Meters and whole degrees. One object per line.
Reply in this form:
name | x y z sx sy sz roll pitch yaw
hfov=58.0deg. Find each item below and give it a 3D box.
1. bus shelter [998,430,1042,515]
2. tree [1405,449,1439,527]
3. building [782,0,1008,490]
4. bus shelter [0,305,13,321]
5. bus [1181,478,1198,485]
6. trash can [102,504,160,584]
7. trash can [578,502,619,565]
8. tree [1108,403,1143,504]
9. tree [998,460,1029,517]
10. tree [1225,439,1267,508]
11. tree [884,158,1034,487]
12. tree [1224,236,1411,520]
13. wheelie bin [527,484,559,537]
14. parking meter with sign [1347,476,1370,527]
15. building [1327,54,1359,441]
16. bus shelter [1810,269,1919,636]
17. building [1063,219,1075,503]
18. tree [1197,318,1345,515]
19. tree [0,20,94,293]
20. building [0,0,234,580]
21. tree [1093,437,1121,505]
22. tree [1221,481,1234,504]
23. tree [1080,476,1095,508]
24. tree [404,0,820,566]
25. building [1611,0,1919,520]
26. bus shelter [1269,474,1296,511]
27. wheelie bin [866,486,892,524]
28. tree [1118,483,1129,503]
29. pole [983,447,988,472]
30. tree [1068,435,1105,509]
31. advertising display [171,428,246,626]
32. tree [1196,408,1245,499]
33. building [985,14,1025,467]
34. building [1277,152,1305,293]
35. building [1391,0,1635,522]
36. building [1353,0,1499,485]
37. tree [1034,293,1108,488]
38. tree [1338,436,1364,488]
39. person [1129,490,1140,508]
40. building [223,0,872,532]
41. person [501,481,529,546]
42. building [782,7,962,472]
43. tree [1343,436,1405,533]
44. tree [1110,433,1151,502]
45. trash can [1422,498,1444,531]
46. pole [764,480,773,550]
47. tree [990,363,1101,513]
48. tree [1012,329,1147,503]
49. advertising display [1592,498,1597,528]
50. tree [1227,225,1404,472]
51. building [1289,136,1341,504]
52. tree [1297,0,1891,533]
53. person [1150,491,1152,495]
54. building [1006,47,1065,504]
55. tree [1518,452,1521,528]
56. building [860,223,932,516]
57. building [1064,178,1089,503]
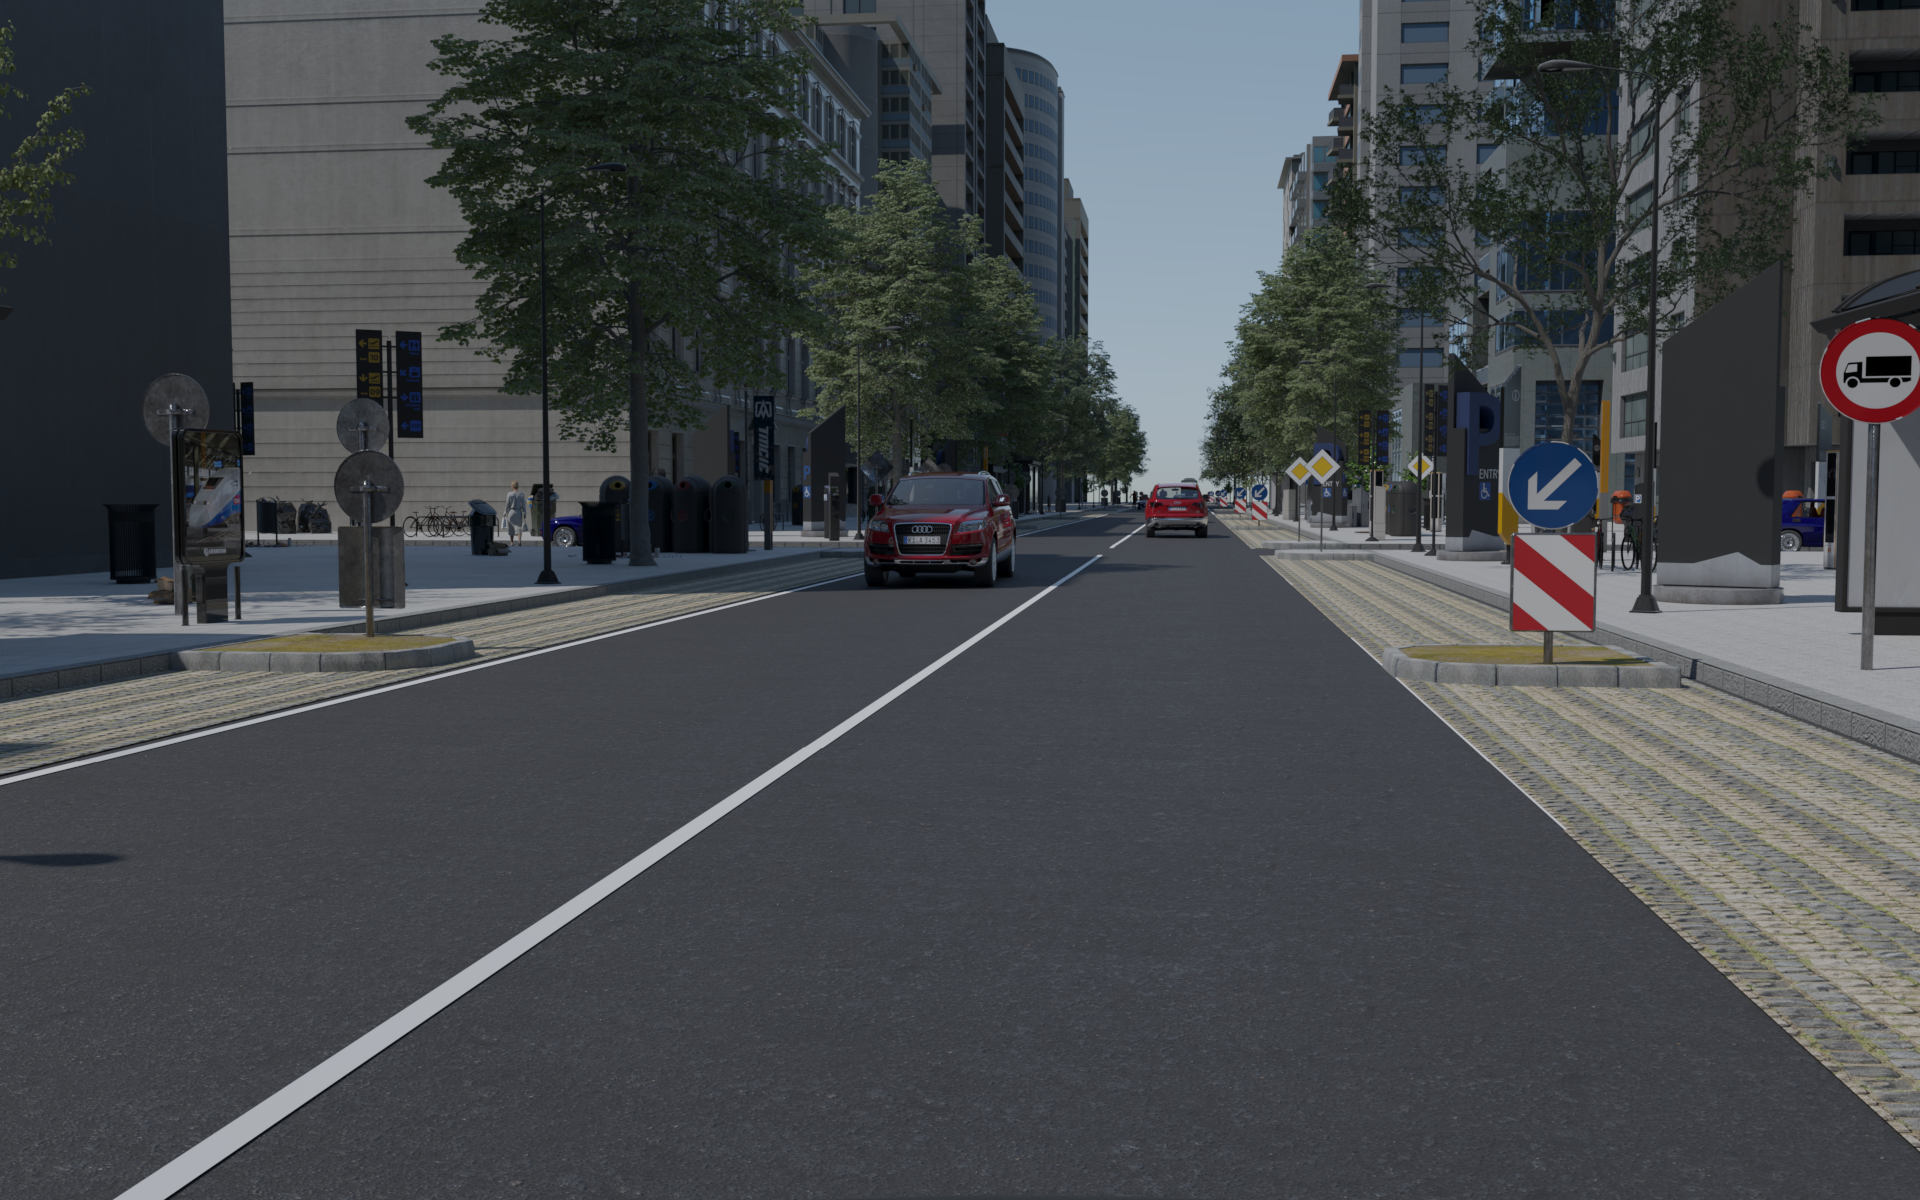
bus shelter | 3.613 -7.953 107.662 2.179 5.291 8.768 0 4 7
tree | 17.836 -4.446 67.294 1.663 3.219 1.824 0 3 0
building | -6.154 -44.054 158.538 20.563 71.187 20.611 0 4 8
bus shelter | -9.405 -1.117 12.188 2.014 3.302 5.546 0 4 7
bus | 35.050 -16.703 264.638 2.896 3.916 12.252 0 4 8
trash can | -11.875 -0.807 24.852 0.748 1.137 0.748 0 3 0
trash can | -6.611 -1.227 31.722 0.748 1.137 0.748 0 3 0
tree | 19.102 -18.024 212.823 7.486 12.596 7.792 0 3 0
tree | 3.029 -6.293 97.488 1.663 3.219 1.824 0 3 0
tree | 26.879 -12.931 161.777 4.737 8.622 4.395 0 3 0
tree | -2.135 -8.591 58.586 7.486 12.596 7.792 0 3 0
tree | 17.537 -10.983 86.234 9.857 13.997 8.962 0 3 0
wheelie bin | -12.556 -2.717 52.330 0.980 1.594 0.693 -3 4 -36
parking meter with sign | 15.691 -4.379 67.863 0.543 3.016 1.738 3 5 42
building | 47.689 -31.567 170.739 22.147 44.769 28.867 0 4 8
bus shelter | 8.450 -1.175 13.130 2.014 3.302 5.546 0 4 8
building | 9.151 -34.705 251.013 14.154 41.232 14.086 0 4 8
tree | 19.821 -11.663 107.693 9.611 12.733 9.660 0 3 0
tree | -12.470 -4.232 19.558 4.737 8.622 4.395 0 3 0
building | -26.006 -14.322 27.673 24.014 27.812 14.314 0 4 8
tree | 16.111 -15.097 197.193 4.737 8.622 4.395 0 3 0
tree | 38.976 -15.801 252.942 1.663 3.219 1.824 0 3 0
tree | 11.379 -9.971 157.627 1.663 3.219 1.824 0 3 0
tree | -5.620 -6.853 30.167 7.486 12.596 7.792 0 3 0
building | 31.582 -17.627 59.899 14.107 30.474 14.160 0 4 8
bus shelter | 21.878 -7.558 117.497 2.014 3.302 5.546 0 4 8
wheelie bin | -3.401 -3.838 70.665 0.980 1.594 0.693 2 4 24
tree | 24.560 -16.090 257.675 1.663 3.219 1.824 0 3 0
pole | 1.101 -4.945 74.687 0.158 3.312 0.155 0 3 0
tree | 10.870 -12.406 153.194 4.360 8.622 3.978 0 3 0
advertising display | -7.461 -0.735 17.235 0.123 1.923 0.974 1 4 11
tree | 30.393 -16.799 185.027 12.009 13.543 11.850 0 3 0
building | -4.895 -34.087 181.019 21.300 48.544 21.600 0 4 8
building | 62.749 -41.089 261.037 28.713 52.752 27.495 0 4 8
building | 36.565 -47.635 91.498 22.319 86.520 31.000 0 4 8
building | 43.322 -36.690 141.878 21.231 58.520 28.212 0 4 8
tree | 1.454 -10.017 81.912 7.486 12.596 7.792 0 3 0
tree | 20.803 -6.820 95.217 4.285 4.588 4.351 0 3 0
person | 18.062 -10.456 179.425 1.348 1.831 0.705 2 4 32
building | -15.939 -18.505 78.964 17.030 29.872 44.131 0 4 8
person | -11.600 -2.215 45.076 0.694 1.780 0.624 -1 4 -10
building | -15.258 -27.260 137.577 32.217 40.220 23.993 0 4 8
tree | 13.353 -3.807 56.846 1.663 3.219 1.824 0 3 0
tree | 26.502 -21.354 274.899 9.928 11.665 9.643 0 3 0
trash can | 16.653 -3.021 61.045 0.748 1.137 0.748 0 3 0
pole | -4.384 -2.796 39.561 0.158 3.312 0.155 0 3 0
tree | 5.552 -11.231 118.041 8.767 10.594 7.601 1 4 10
tree | 7.824 -13.955 134.813 9.857 13.997 8.962 0 3 0
advertising display | 21.735 -3.327 59.618 0.123 1.923 0.974 0 4 6
tree | 15.136 -9.533 73.985 7.486 12.596 7.792 0 3 0
building | 55.701 -37.436 231.692 23.786 49.044 30.456 0 4 8
tree | 9.442 -5.669 27.097 8.767 10.594 7.601 1 4 16
person | 29.873 -16.041 270.398 0.705 1.869 1.348 2 4 24
building | 2.188 -42.006 228.790 21.231 58.520 28.212 0 4 8
tree | 20.948 -4.367 66.000 1.663 3.219 1.824 0 3 0
building | -8.049 -15.021 110.214 10.561 19.102 19.286 0 4 8
building | 8.633 -39.473 269.086 21.300 48.544 21.600 0 4 8
